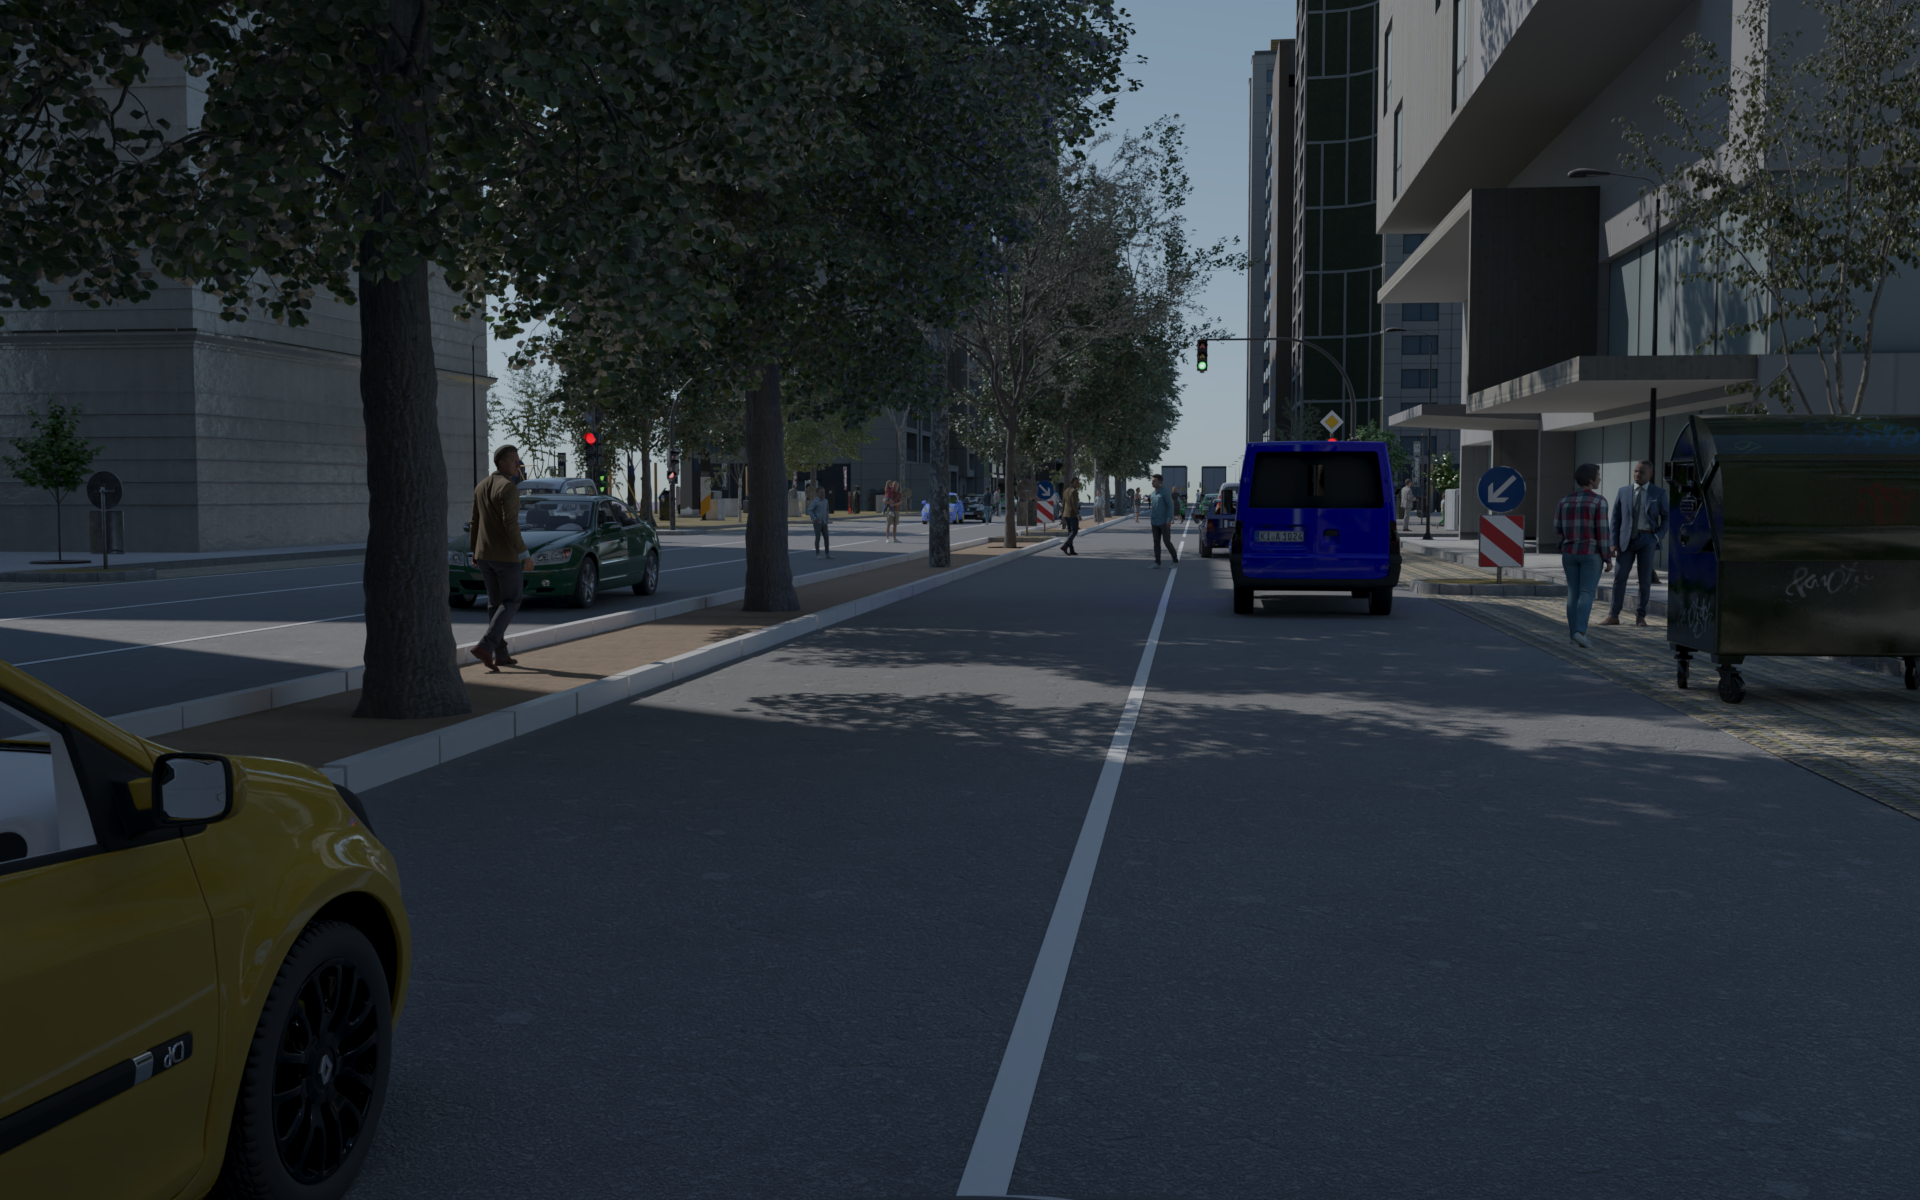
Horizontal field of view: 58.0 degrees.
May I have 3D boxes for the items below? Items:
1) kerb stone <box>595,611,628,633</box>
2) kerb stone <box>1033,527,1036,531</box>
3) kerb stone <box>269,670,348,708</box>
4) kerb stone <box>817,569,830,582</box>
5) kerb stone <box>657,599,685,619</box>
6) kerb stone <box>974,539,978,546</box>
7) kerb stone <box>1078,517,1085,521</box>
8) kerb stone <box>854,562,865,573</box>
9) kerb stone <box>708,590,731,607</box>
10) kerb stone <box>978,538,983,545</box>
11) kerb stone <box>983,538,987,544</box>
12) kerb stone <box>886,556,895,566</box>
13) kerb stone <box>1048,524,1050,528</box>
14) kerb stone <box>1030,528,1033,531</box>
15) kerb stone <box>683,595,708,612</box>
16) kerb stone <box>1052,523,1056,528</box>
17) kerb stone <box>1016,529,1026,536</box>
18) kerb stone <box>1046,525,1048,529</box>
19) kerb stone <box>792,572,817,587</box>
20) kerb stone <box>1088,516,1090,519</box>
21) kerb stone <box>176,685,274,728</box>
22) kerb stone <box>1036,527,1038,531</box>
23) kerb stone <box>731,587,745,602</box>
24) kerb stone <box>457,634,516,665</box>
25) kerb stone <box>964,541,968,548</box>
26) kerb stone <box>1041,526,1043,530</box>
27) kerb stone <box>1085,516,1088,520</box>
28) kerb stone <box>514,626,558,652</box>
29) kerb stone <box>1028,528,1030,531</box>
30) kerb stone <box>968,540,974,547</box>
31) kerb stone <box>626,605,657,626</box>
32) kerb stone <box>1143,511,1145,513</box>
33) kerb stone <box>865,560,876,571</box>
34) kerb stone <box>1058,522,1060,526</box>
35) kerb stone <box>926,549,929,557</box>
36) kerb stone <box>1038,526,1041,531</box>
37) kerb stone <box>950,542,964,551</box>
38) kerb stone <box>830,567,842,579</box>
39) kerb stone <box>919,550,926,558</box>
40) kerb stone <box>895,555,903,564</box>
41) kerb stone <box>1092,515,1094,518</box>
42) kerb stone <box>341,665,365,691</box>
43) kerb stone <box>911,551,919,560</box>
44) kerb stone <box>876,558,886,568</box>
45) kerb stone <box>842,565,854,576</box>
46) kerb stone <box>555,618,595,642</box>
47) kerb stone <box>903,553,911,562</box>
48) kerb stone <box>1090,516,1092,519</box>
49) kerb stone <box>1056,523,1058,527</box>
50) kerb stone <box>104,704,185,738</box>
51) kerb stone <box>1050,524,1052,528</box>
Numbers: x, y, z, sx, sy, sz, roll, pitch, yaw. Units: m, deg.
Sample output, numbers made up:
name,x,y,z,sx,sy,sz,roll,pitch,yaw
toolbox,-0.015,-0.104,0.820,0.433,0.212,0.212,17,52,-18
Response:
name,x,y,z,sx,sy,sz,roll,pitch,yaw
kerb stone,-3.719,0.250,18.113,0.120,0.150,1.000,0,4,8
kerb stone,2.610,-2.581,64.399,0.120,0.150,1.000,0,4,8
kerb stone,-4.560,0.626,12.010,0.120,0.150,1.000,0,4,8
kerb stone,-2.326,-0.372,28.280,0.120,0.150,1.000,0,4,8
kerb stone,-3.435,0.127,20.138,0.120,0.150,1.000,0,4,8
kerb stone,0.312,-1.550,47.591,0.120,0.150,1.000,0,4,8
kerb stone,6.501,-4.319,92.851,0.120,0.150,1.000,0,4,8
kerb stone,-1.911,-0.557,31.322,0.120,0.150,1.000,0,4,8
kerb stone,-3.156,0.005,22.173,0.120,0.150,1.000,0,4,8
kerb stone,0.454,-1.615,48.604,0.120,0.150,1.000,0,4,8
kerb stone,0.589,-1.677,49.617,0.120,0.150,1.000,0,4,8
kerb stone,-1.491,-0.744,34.367,0.120,0.150,1.000,0,4,8
kerb stone,3.457,-2.954,70.492,0.120,0.150,1.000,0,4,8
kerb stone,2.471,-2.519,63.387,0.120,0.150,1.000,0,4,8
kerb stone,-3.311,0.064,21.155,0.120,0.150,1.000,0,4,8
kerb stone,3.872,-3.142,73.559,0.120,0.150,1.000,0,4,8
kerb stone,2.194,-2.394,61.356,0.120,0.150,1.000,0,4,8
kerb stone,3.312,-2.891,69.478,0.120,0.150,1.000,0,4,8
kerb stone,-2.464,-0.310,27.267,0.120,0.150,1.000,0,4,8
kerb stone,7.064,-4.570,96.913,0.120,0.150,1.000,0,4,8
kerb stone,-4.697,0.687,10.995,0.120,0.150,1.000,0,4,8
kerb stone,2.753,-2.643,65.411,0.120,0.150,1.000,0,4,8
kerb stone,-3.031,-0.061,23.192,0.120,0.150,1.000,0,4,8
kerb stone,-4.141,0.436,15.067,0.120,0.150,1.000,0,4,8
kerb stone,0.025,-1.429,45.565,0.120,0.150,1.000,0,4,8
kerb stone,3.026,-2.767,67.439,0.120,0.150,1.000,0,4,8
kerb stone,6.792,-4.445,94.874,0.120,0.150,1.000,0,4,8
kerb stone,-4.000,0.375,16.088,0.120,0.150,1.000,0,4,8
kerb stone,2.337,-2.453,62.372,0.120,0.150,1.000,0,4,8
kerb stone,0.177,-1.485,46.577,0.120,0.150,1.000,0,4,8
kerb stone,-3.585,0.188,19.127,0.120,0.150,1.000,0,4,8
kerb stone,13.589,-6.537,129.074,0.120,0.150,1.000,0,4,8
kerb stone,-1.764,-0.620,32.339,0.120,0.150,1.000,0,4,8
kerb stone,4.145,-3.266,75.590,0.120,0.150,1.000,0,4,8
kerb stone,-0.803,-1.055,39.449,0.120,0.150,1.000,0,4,8
kerb stone,2.890,-2.704,66.426,0.120,0.150,1.000,0,4,8
kerb stone,-0.101,-1.367,44.540,0.120,0.150,1.000,0,4,8
kerb stone,-2.191,-0.434,29.293,0.120,0.150,1.000,0,4,8
kerb stone,-0.944,-0.993,38.429,0.120,0.150,1.000,0,4,8
kerb stone,-1.365,-0.802,35.382,0.120,0.150,1.000,0,4,8
kerb stone,7.477,-4.756,99.959,0.120,0.150,1.000,0,4,8
kerb stone,-4.414,0.561,13.022,0.120,0.150,1.000,0,4,8
kerb stone,-1.078,-0.930,37.416,0.120,0.150,1.000,0,4,8
kerb stone,-1.625,-0.682,33.352,0.120,0.150,1.000,0,4,8
kerb stone,-2.049,-0.492,30.306,0.120,0.150,1.000,0,4,8
kerb stone,-3.861,0.312,17.101,0.120,0.150,1.000,0,4,8
kerb stone,-1.229,-0.862,36.405,0.120,0.150,1.000,0,4,8
kerb stone,7.206,-4.631,97.927,0.120,0.150,1.000,0,4,8
kerb stone,4.010,-3.203,74.572,0.120,0.150,1.000,0,4,8
kerb stone,-4.830,0.747,9.982,0.120,0.150,1.000,0,4,8
kerb stone,3.587,-3.017,71.517,0.120,0.150,1.000,0,4,8
